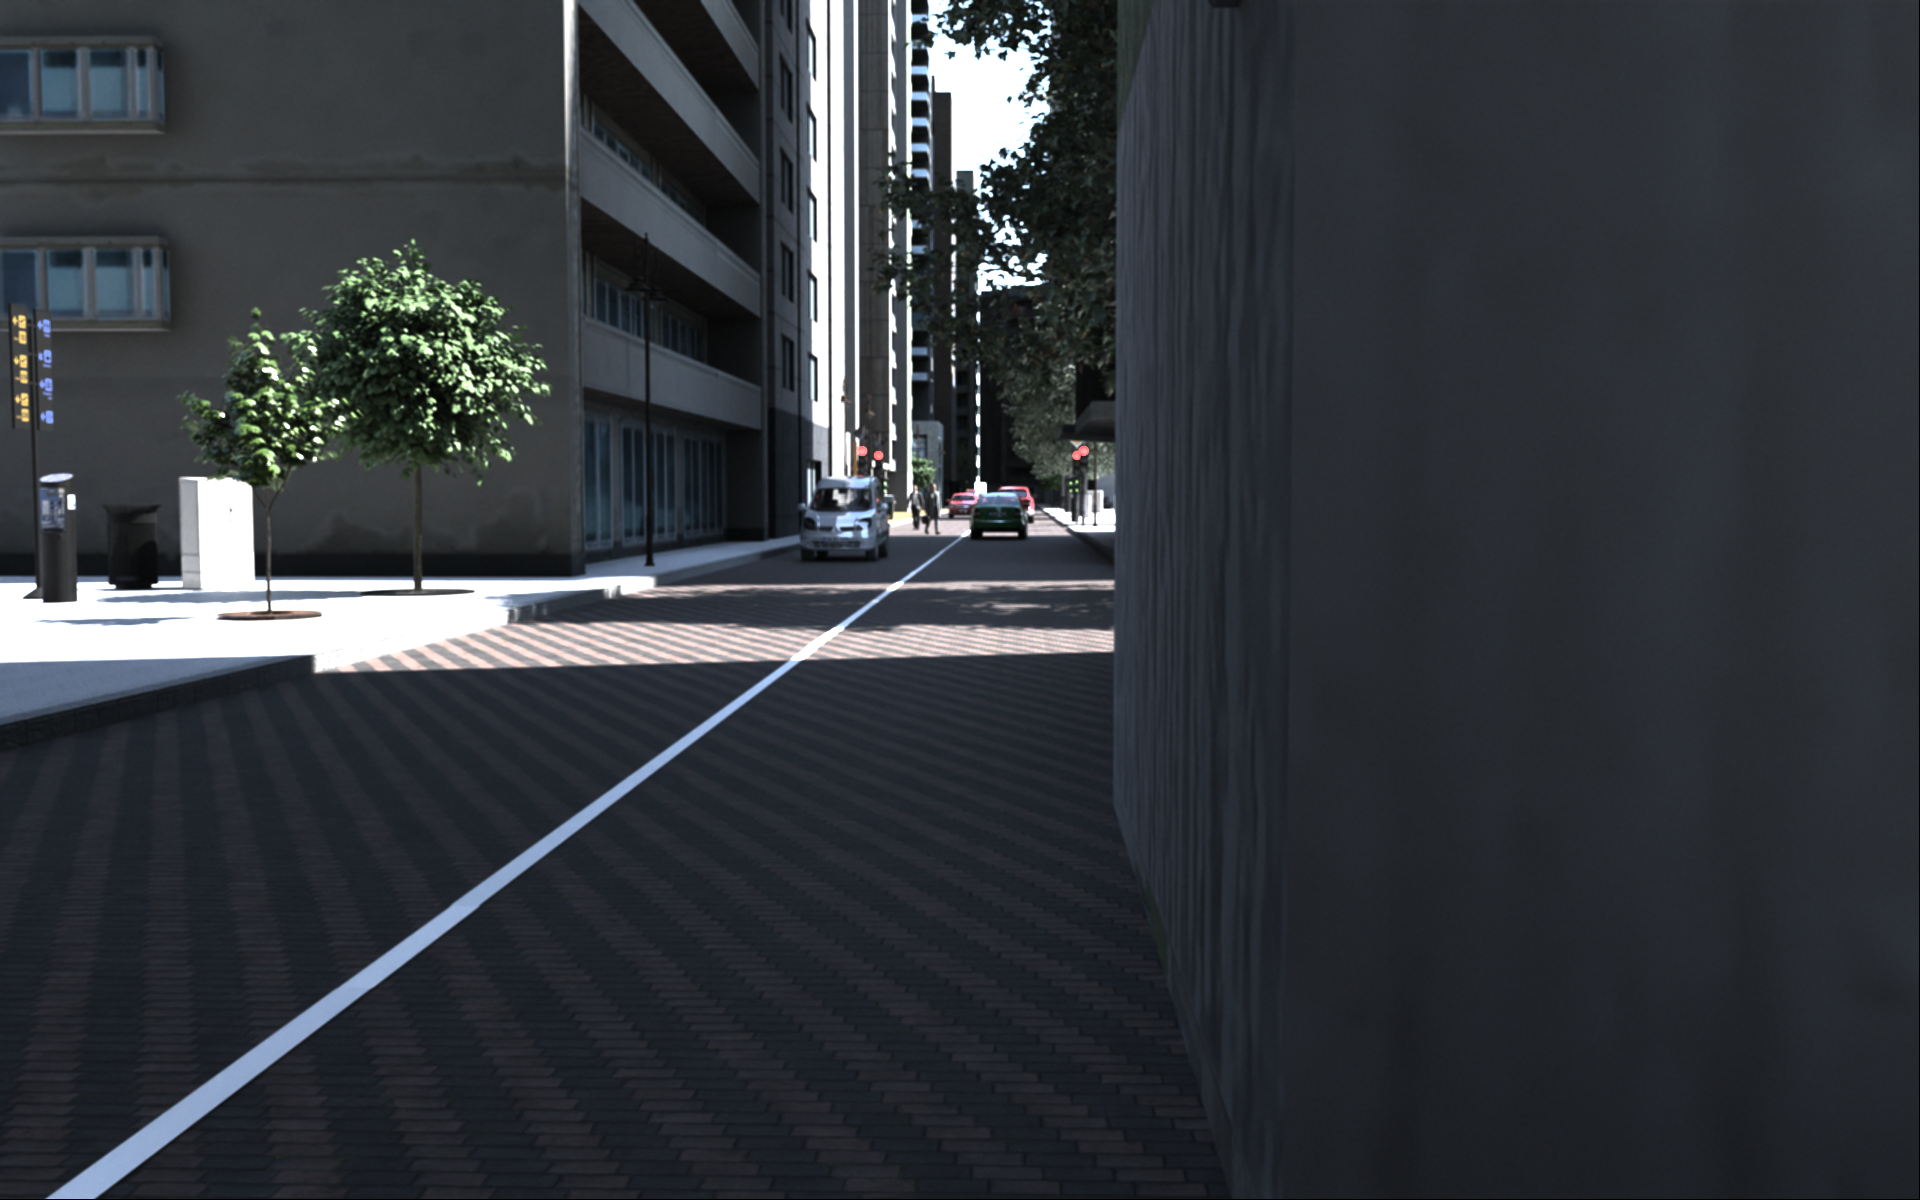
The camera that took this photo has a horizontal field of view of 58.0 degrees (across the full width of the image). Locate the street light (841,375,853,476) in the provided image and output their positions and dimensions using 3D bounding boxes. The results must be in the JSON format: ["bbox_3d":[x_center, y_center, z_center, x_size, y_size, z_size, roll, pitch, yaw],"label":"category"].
[{"bbox_3d":[-4.434,-5.762,66.995,0.468,5.910,1.993,0,4,2],"label":"street light"}]

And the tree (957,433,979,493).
[{"bbox_3d":[0.185,-15.320,200.837,4.737,8.622,4.395,0,3,0],"label":"tree"}]

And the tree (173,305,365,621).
[{"bbox_3d":[-7.299,-1.425,17.900,1.663,3.219,1.824,0,3,0],"label":"tree"}]

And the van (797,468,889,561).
[{"bbox_3d":[-2.533,-1.927,38.511,2.013,2.044,4.112,0,4,2],"label":"van"}]

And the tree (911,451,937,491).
[{"bbox_3d":[-3.424,-9.001,130.884,4.285,4.588,4.351,0,3,0],"label":"tree"}]

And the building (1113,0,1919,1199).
[{"bbox_3d":[7.779,-19.852,8.178,14.154,41.232,14.086,0,4,2],"label":"building"}]

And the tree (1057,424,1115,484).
[{"bbox_3d":[8.358,-10.916,128.846,4.737,8.622,4.395,0,3,0],"label":"tree"}]

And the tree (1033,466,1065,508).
[{"bbox_3d":[8.243,-10.498,155.356,4.285,4.588,4.351,0,3,0],"label":"tree"}]

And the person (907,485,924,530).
[{"bbox_3d":[-1.786,-3.693,69.276,0.661,1.777,0.834,0,4,1],"label":"person"}]

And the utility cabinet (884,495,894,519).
[{"bbox_3d":[-3.860,-4.669,87.504,1.020,1.237,0.306,-2,4,-24],"label":"utility cabinet"}]

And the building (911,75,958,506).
[{"bbox_3d":[-7.523,-32.998,189.626,14.600,45.320,14.200,0,4,2],"label":"building"}]

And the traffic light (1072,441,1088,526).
[{"bbox_3d":[4.865,-4.869,68.523,0.839,4.253,0.868,0,4,2],"label":"traffic light"}]

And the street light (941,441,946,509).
[{"bbox_3d":[-1.444,-10.855,150.272,0.468,5.910,1.993,0,4,2],"label":"street light"}]

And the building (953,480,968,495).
[{"bbox_3d":[-13.727,-34.374,216.646,28.867,44.769,22.147,0,4,2],"label":"building"}]

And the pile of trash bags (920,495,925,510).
[{"bbox_3d":[-3.356,-7.851,138.109,1.912,1.369,3.447,2,4,30],"label":"pile of trash bags"}]

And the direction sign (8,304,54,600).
[{"bbox_3d":[-11.277,-1.781,21.109,0.379,3.537,0.876,0,4,1],"label":"direction sign"}]

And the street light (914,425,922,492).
[{"bbox_3d":[-2.770,-8.620,113.730,0.468,5.910,1.993,0,4,2],"label":"street light"}]

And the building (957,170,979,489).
[{"bbox_3d":[-8.242,-38.064,246.052,21.600,48.544,21.300,0,4,2],"label":"building"}]

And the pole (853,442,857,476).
[{"bbox_3d":[-4.067,-4.497,67.369,0.158,3.312,0.155,0,3,0],"label":"pole"}]

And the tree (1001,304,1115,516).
[{"bbox_3d":[7.587,-13.043,119.914,9.857,13.997,8.962,0,3,0],"label":"tree"}]

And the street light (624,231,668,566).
[{"bbox_3d":[-5.546,-3.547,30.780,0.468,5.910,1.993,0,4,2],"label":"street light"}]

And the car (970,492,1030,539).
[{"bbox_3d":[1.300,-2.925,56.616,1.959,1.807,4.718,0,4,3],"label":"car"}]

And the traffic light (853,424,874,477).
[{"bbox_3d":[-3.841,-4.886,68.808,0.839,4.253,0.868,0,4,2],"label":"traffic light"}]

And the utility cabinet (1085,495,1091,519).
[{"bbox_3d":[6.730,-4.902,91.314,0.306,1.237,1.020,0,4,7],"label":"utility cabinet"}]

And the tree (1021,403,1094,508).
[{"bbox_3d":[8.348,-14.052,147.871,7.486,12.596,7.792,0,3,0],"label":"tree"}]

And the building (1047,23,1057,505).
[{"bbox_3d":[21.311,-40.996,212.289,21.231,58.520,28.212,0,4,2],"label":"building"}]

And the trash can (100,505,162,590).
[{"bbox_3d":[-11.181,-0.719,23.401,0.748,1.137,0.748,0,3,0],"label":"trash can"}]

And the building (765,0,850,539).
[{"bbox_3d":[-15.079,-37.901,57.940,20.611,71.187,20.563,0,4,2],"label":"building"}]

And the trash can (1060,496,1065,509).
[{"bbox_3d":[8.613,-8.104,144.156,0.748,1.137,0.748,0,3,0],"label":"trash can"}]

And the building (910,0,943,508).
[{"bbox_3d":[-12.538,-52.190,165.970,22.319,86.520,31.000,0,4,2],"label":"building"}]

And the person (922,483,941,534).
[{"bbox_3d":[-0.971,-3.243,61.630,0.694,1.812,0.767,-2,4,-27],"label":"person"}]

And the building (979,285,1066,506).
[{"bbox_3d":[9.646,-28.776,242.183,14.107,30.474,14.160,0,4,2],"label":"building"}]

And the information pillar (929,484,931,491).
[{"bbox_3d":[-1.955,-7.130,121.065,0.304,2.012,0.304,1,4,13],"label":"information pillar"}]

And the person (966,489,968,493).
[{"bbox_3d":[0.545,-6.993,123.241,0.834,1.777,0.661,-1,4,-18],"label":"person"}]

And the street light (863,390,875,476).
[{"bbox_3d":[-4.031,-6.377,77.048,0.468,5.910,1.993,0,4,2],"label":"street light"}]

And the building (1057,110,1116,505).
[{"bbox_3d":[23.929,-35.475,169.249,28.713,52.752,27.495,0,4,2],"label":"building"}]

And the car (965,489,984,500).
[{"bbox_3d":[1.148,-7.923,138.209,2.281,1.827,5.304,0,4,0],"label":"car"}]

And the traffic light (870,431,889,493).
[{"bbox_3d":[-3.564,-5.374,76.788,0.839,4.253,0.868,0,4,2],"label":"traffic light"}]

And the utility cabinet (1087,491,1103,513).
[{"bbox_3d":[8.782,-6.432,113.838,1.173,1.500,0.318,2,4,28],"label":"utility cabinet"}]

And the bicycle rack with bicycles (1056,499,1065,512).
[{"bbox_3d":[8.211,-6.870,125.710,2.852,0.926,2.925,-2,4,-24],"label":"bicycle rack with bicycles"}]

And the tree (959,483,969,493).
[{"bbox_3d":[0.372,-14.367,229.494,1.663,3.219,1.824,0,3,0],"label":"tree"}]

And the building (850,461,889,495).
[{"bbox_3d":[-20.407,-24.593,93.980,32.217,40.220,23.993,0,4,2],"label":"building"}]

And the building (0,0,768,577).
[{"bbox_3d":[-16.288,-25.226,36.143,21.300,48.544,21.600,0,4,2],"label":"building"}]

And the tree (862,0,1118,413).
[{"bbox_3d":[3.943,-6.499,23.273,9.611,12.733,9.660,0,3,0],"label":"tree"}]

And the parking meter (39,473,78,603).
[{"bbox_3d":[-10.657,-0.738,20.470,0.372,1.533,0.369,0,3,0],"label":"parking meter"}]

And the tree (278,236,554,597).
[{"bbox_3d":[-6.935,-2.352,22.171,4.285,4.588,4.351,0,3,0],"label":"tree"}]

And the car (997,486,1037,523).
[{"bbox_3d":[2.692,-4.757,86.458,2.281,1.827,5.304,0,4,3],"label":"car"}]

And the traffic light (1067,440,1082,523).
[{"bbox_3d":[5.142,-5.357,76.503,0.839,4.253,0.868,0,4,2],"label":"traffic light"}]

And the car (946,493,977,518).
[{"bbox_3d":[0.243,-5.858,104.811,2.155,1.783,4.494,0,4,2],"label":"car"}]

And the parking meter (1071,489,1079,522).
[{"bbox_3d":[5.254,-4.316,78.983,0.372,1.533,0.369,0,3,0],"label":"parking meter"}]

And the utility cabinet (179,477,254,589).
[{"bbox_3d":[-10.100,-0.912,23.585,0.318,1.500,1.173,1,4,12],"label":"utility cabinet"}]

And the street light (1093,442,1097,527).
[{"bbox_3d":[5.292,-5.803,67.674,0.468,5.910,1.993,0,4,2],"label":"street light"}]

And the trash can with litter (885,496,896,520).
[{"bbox_3d":[-3.524,-4.524,85.347,0.624,1.170,1.055,0,4,4],"label":"trash can with litter"}]

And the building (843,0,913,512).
[{"bbox_3d":[-10.792,-26.730,120.622,14.154,41.232,14.086,0,4,2],"label":"building"}]

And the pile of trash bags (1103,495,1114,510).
[{"bbox_3d":[12.946,-8.284,145.190,1.912,1.369,3.447,1,4,20],"label":"pile of trash bags"}]
